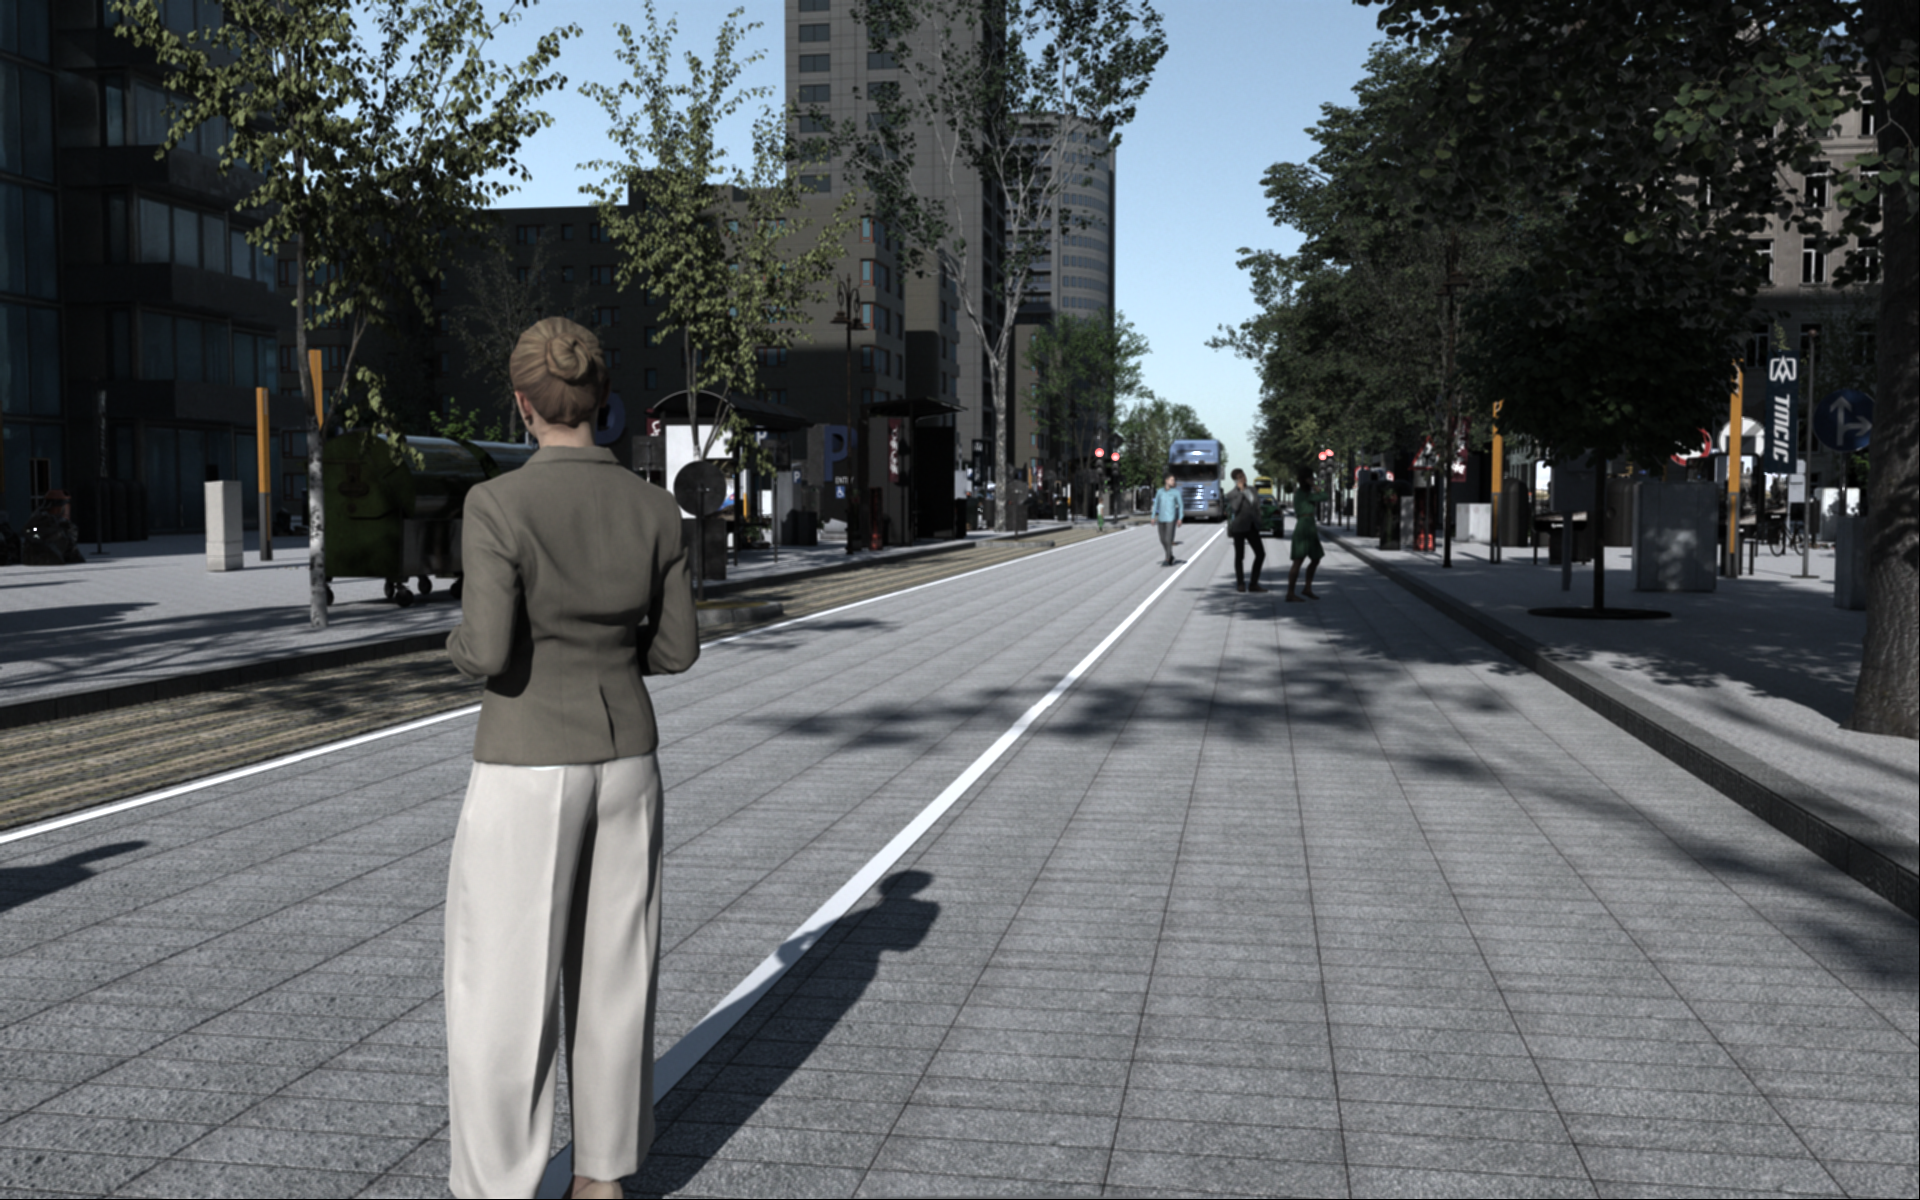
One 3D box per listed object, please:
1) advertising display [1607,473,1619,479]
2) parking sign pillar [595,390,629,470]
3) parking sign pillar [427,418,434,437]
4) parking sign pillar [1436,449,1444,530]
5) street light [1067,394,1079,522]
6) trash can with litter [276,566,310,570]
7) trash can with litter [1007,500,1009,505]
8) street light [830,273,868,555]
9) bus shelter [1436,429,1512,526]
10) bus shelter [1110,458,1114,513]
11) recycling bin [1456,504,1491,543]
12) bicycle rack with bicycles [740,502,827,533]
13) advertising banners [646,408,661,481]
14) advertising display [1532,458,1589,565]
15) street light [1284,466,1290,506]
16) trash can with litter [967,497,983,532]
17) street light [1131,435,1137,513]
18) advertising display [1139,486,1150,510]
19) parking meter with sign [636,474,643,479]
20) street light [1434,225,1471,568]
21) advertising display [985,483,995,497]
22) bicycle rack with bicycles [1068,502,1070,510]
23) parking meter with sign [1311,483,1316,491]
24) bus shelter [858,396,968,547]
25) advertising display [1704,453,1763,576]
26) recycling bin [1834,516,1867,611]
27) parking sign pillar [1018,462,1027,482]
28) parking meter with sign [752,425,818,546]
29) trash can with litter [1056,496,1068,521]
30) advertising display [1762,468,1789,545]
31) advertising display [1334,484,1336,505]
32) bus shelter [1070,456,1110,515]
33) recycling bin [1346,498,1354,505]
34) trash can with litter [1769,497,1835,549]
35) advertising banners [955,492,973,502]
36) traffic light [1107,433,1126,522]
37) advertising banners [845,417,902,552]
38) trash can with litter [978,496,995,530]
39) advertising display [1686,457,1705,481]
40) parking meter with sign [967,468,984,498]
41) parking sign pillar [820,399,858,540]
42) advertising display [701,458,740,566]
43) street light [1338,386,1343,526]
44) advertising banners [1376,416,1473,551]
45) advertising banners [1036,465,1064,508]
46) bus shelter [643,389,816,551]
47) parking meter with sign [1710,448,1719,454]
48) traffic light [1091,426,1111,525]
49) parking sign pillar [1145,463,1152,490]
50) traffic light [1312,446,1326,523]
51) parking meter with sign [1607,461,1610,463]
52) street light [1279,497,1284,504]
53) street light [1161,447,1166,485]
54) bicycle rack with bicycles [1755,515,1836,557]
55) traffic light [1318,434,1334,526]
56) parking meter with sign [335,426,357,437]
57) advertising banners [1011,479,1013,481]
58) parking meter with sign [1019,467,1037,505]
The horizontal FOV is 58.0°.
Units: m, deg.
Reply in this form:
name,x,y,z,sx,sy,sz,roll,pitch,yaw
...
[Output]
name,x,y,z,sx,sy,sz,roll,pitch,yaw
advertising display,20.120,-3.000,54.266,0.123,1.923,0.974,-3,5,-45
parking sign pillar,-6.734,-2.674,32.188,1.447,3.967,1.447,2,4,30
parking sign pillar,-18.819,-4.497,61.994,1.447,3.967,1.447,-1,4,-23
parking sign pillar,17.761,-4.522,62.404,1.447,3.967,1.447,1,4,12
street light,5.237,-6.559,80.030,0.468,5.910,1.993,1,4,10
trash can with litter,-10.495,-1.122,29.398,1.678,1.210,2.233,-3,5,-40
trash can with litter,2.144,-4.279,81.353,0.624,1.170,1.055,-2,4,-24
street light,-2.330,-3.894,36.447,0.468,5.910,1.993,1,4,10
bus shelter,16.708,-3.846,56.800,2.014,3.302,5.546,1,4,10
bus shelter,9.627,-7.670,116.694,1.731,3.624,6.357,1,4,10
recycling bin,13.668,-2.046,46.008,0.722,1.027,0.722,-1,4,-17
bicycle rack with bicycles,-5.446,-2.658,56.847,2.925,0.926,2.852,0,4,3
advertising banners,-6.791,-2.364,34.840,2.074,3.025,0.090,-2,4,-31
advertising display,10.885,-1.601,31.396,0.974,1.923,0.123,0,4,8
street light,35.774,-13.165,188.040,0.468,5.910,1.993,1,4,10
trash can with litter,0.384,-2.952,59.654,0.624,1.170,1.055,1,4,15
street light,11.834,-8.923,118.684,0.468,5.910,1.993,1,4,10
advertising display,14.481,-8.001,136.028,0.974,1.923,0.123,2,4,34
parking meter with sign,-12.406,-4.255,65.837,0.543,3.016,1.738,3,5,43
street light,8.507,-3.503,30.064,0.468,5.910,1.993,1,4,10
advertising display,1.982,-6.078,104.595,0.974,1.923,0.123,0,4,-6
bicycle rack with bicycles,9.806,-7.532,136.535,2.852,0.926,2.925,0,4,-8
parking meter with sign,24.990,-7.704,122.220,1.738,3.016,0.543,-2,4,-23
bus shelter,-1.142,-3.274,44.805,1.731,3.624,6.357,1,4,10
advertising display,12.149,-1.347,27.231,0.974,1.923,0.123,-2,4,-23
recycling bin,10.238,-0.414,19.319,0.722,1.027,0.722,1,4,13
parking sign pillar,5.298,-9.692,146.934,1.447,3.967,1.447,1,4,16
parking meter with sign,-4.344,-2.877,43.300,1.738,3.016,0.543,2,4,33
trash can with litter,4.735,-4.285,81.449,0.624,1.170,1.055,-1,4,-10
advertising display,20.556,-2.356,43.735,0.974,1.923,0.123,-2,4,-31
advertising display,25.296,-6.834,116.953,0.123,1.923,0.974,1,4,9
bus shelter,8.072,-7.166,108.453,1.731,3.624,6.357,1,4,10
recycling bin,24.793,-5.920,109.341,0.722,1.027,0.722,0,4,0
trash can with litter,20.165,-1.835,41.066,1.678,1.210,2.233,1,4,22
advertising banners,-0.123,-6.934,109.552,2.074,3.025,0.090,2,4,30
traffic light,7.137,-5.519,79.153,0.839,4.253,0.868,1,4,10
advertising banners,-1.930,-2.630,39.188,0.090,3.025,2.074,2,4,35
trash can with litter,0.653,-3.113,61.947,2.233,1.210,1.678,0,4,1
advertising display,12.907,-1.532,30.260,0.123,1.923,0.974,0,4,2
parking meter with sign,1.280,-7.428,117.708,0.543,3.016,1.738,3,5,44
parking sign pillar,-3.238,-3.691,48.812,1.447,3.967,1.447,3,5,40
advertising display,-4.346,-1.586,31.137,0.974,1.923,0.123,3,4,36
street light,15.116,-5.869,68.753,0.468,5.910,1.993,1,4,10
advertising banners,10.445,-2.618,38.986,2.074,3.025,0.090,1,4,15
advertising banners,5.478,-6.694,105.640,2.074,3.025,0.090,3,5,40
bus shelter,-4.683,-2.584,36.173,2.014,3.302,5.546,1,4,10
parking meter with sign,29.468,-4.276,66.174,1.738,3.016,0.543,-2,4,-25
traffic light,5.780,-5.037,71.283,0.839,4.253,0.868,1,4,10
parking sign pillar,15.898,-9.783,148.426,1.447,3.967,1.447,-3,5,-44
traffic light,16.218,-5.424,77.608,0.839,4.253,0.868,1,4,10
parking meter with sign,23.904,-4.244,65.654,1.738,3.016,0.543,-3,5,-39
street light,42.419,-15.529,226.685,0.468,5.910,1.993,1,4,10
street light,18.186,-11.156,155.186,0.468,5.910,1.993,1,4,10
bicycle rack with bicycles,17.711,-1.349,35.431,2.852,0.926,2.925,3,5,43
traffic light,14.860,-4.943,69.739,0.839,4.253,0.868,1,4,10
parking meter with sign,-15.680,-2.885,43.430,0.543,3.016,1.738,0,4,2
advertising banners,3.341,-7.246,114.652,0.090,3.025,2.074,0,4,-5
parking meter with sign,4.052,-7.034,111.268,1.738,3.016,0.543,2,4,34
